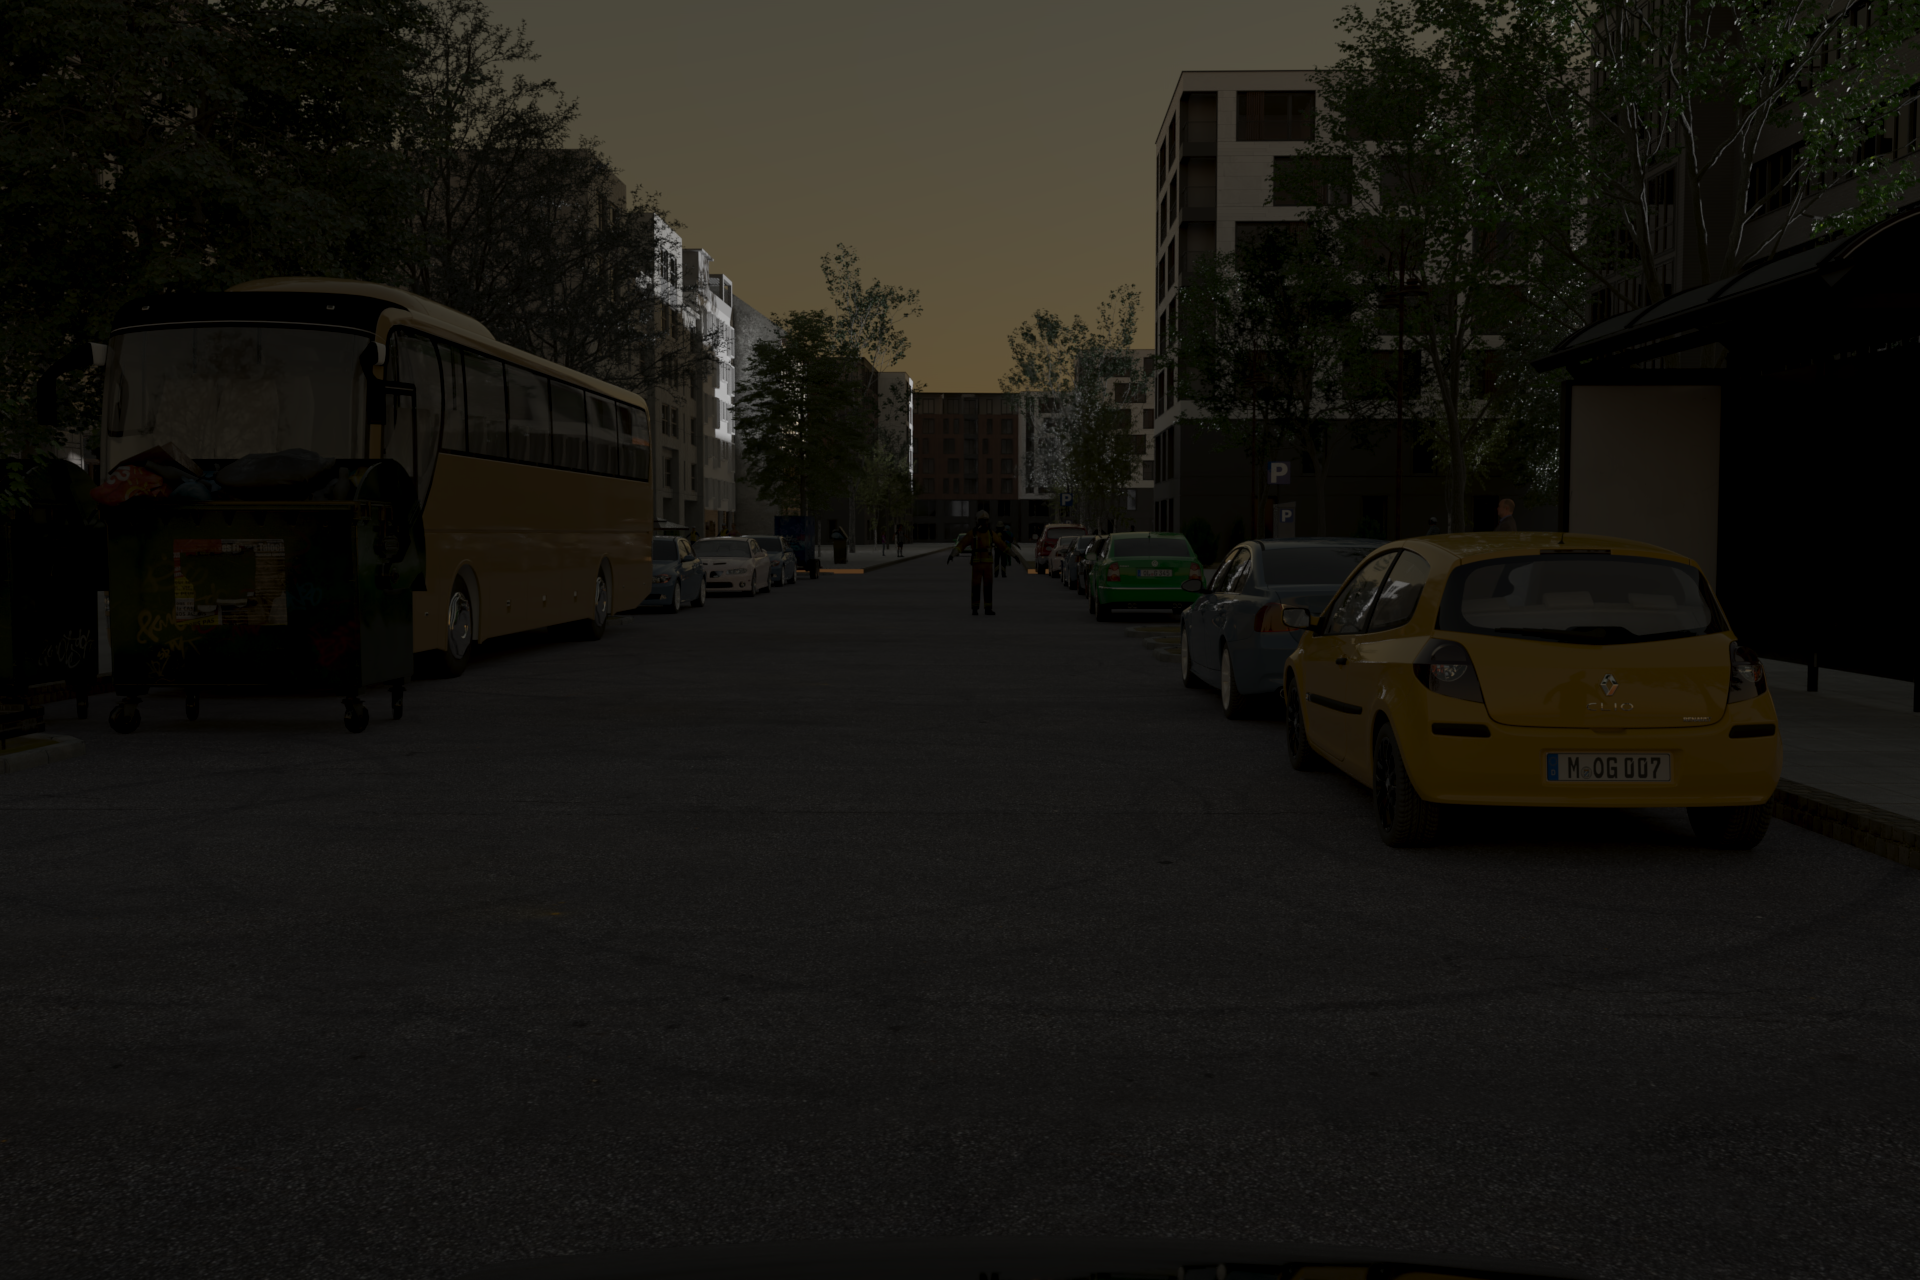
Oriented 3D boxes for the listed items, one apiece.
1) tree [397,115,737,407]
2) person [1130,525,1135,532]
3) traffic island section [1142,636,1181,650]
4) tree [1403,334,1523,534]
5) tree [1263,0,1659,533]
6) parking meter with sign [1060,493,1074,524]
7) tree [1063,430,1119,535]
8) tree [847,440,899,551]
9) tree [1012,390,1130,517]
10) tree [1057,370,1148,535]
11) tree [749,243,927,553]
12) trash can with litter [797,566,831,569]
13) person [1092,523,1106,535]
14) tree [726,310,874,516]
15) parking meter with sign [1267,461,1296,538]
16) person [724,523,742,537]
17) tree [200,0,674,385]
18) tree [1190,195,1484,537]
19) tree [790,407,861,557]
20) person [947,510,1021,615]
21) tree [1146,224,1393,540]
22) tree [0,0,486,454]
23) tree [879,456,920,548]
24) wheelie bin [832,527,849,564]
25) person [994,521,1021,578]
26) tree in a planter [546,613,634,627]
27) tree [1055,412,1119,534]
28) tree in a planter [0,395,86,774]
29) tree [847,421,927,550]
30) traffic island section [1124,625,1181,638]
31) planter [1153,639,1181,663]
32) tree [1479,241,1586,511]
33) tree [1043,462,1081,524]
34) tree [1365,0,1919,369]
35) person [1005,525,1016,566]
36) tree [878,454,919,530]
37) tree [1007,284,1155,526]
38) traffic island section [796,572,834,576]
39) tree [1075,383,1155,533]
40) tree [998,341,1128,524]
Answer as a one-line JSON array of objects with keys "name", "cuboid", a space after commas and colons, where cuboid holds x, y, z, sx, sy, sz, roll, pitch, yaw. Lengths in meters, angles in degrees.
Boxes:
[{"name": "tree", "cuboid": [-11.733, -8.551, 50.173, 12.009, 13.543, 11.850, 0, 3, 0]}, {"name": "person", "cuboid": [8.893, -5.104, 90.164, 0.721, 1.740, 1.216, 3, 5, 44]}, {"name": "traffic island section", "cuboid": [3.336, 0.055, 21.968, 1.991, 0.108, 1.994, 0, 4, 2]}, {"name": "tree", "cuboid": [18.195, -6.905, 63.265, 4.737, 8.622, 4.395, 0, 3, 0]}, {"name": "tree", "cuboid": [9.666, -6.603, 33.713, 9.928, 11.665, 9.643, 0, 3, 0]}, {"name": "parking meter with sign", "cuboid": [4.529, -4.692, 72.976, 0.543, 3.016, 1.738, 0, 4, 0]}, {"name": "tree", "cuboid": [8.683, -10.343, 119.465, 4.360, 8.622, 3.978, 0, 3, 0]}, {"name": "tree", "cuboid": [-6.804, -11.288, 134.924, 4.737, 8.622, 4.395, 0, 3, 0]}, {"name": "tree", "cuboid": [9.485, -14.399, 145.786, 12.009, 13.543, 11.850, 0, 3, 0]}, {"name": "tree", "cuboid": [6.284, -7.762, 77.275, 4.737, 8.622, 4.395, 0, 3, 0]}, {"name": "tree", "cuboid": [-8.238, -15.886, 115.618, 12.611, 20.169, 13.585, 0, 3, 0]}, {"name": "trash can with litter", "cuboid": [-5.606, -3.296, 64.948, 1.678, 1.210, 2.233, 0, 4, 1]}, {"name": "person", "cuboid": [6.910, -4.867, 85.508, 1.347, 1.837, 0.705, -2, 4, -24]}, {"name": "tree", "cuboid": [-7.999, -10.368, 87.637, 7.486, 12.596, 7.792, 0, 3, 0]}, {"name": "parking meter with sign", "cuboid": [7.619, -2.725, 40.814, 0.543, 3.016, 1.738, 0, 4, 2]}, {"name": "person", "cuboid": [-9.319, -3.922, 70.924, 1.217, 1.733, 0.721, 2, 4, 26]}, {"name": "tree", "cuboid": [-11.471, -7.804, 37.970, 12.009, 13.543, 11.850, 0, 3, 0]}, {"name": "tree", "cuboid": [9.997, -6.882, 46.938, 8.767, 10.594, 7.601, 2, 4, 25]}, {"name": "tree", "cuboid": [-8.028, -8.918, 96.172, 4.360, 8.622, 3.978, 0, 3, 0]}, {"name": "person", "cuboid": [0.400, -1.370, 30.627, 1.354, 1.858, 0.705, -1, 4, -16]}, {"name": "tree", "cuboid": [10.247, -8.073, 57.750, 9.928, 11.665, 9.643, 0, 3, 0]}, {"name": "tree", "cuboid": [-12.130, -7.320, 26.337, 9.857, 13.997, 8.962, 0, 3, 0]}, {"name": "tree", "cuboid": [-5.682, -12.490, 154.577, 4.737, 8.622, 4.395, 0, 3, 0]}, {"name": "wheelie bin", "cuboid": [-5.145, -4.062, 74.319, 0.693, 1.594, 0.980, 0, 4, 2]}, {"name": "person", "cuboid": [1.328, -2.989, 57.109, 1.354, 1.856, 0.705, 0, 4, 8]}, {"name": "tree in a planter", "cuboid": [-6.304, -1.859, 27.619, 1.991, 3.239, 1.994, 0, 4, 1]}, {"name": "tree", "cuboid": [7.683, -9.236, 101.376, 4.360, 8.622, 3.978, 0, 3, 0]}, {"name": "tree in a planter", "cuboid": [-6.680, -0.824, 10.692, 1.991, 3.239, 1.994, 0, 4, 1]}, {"name": "tree", "cuboid": [-6.269, -12.780, 143.360, 7.601, 10.594, 8.767, -3, 4, -39]}, {"name": "traffic island section", "cuboid": [3.341, -0.101, 24.521, 1.991, 0.108, 1.994, 0, 4, 2]}, {"name": "planter", "cuboid": [3.250, 0.074, 19.937, 1.991, 0.319, 1.994, 0, 4, 0]}, {"name": "tree", "cuboid": [25.743, -10.047, 70.918, 9.857, 13.997, 8.962, 0, 3, 0]}, {"name": "tree", "cuboid": [9.245, -12.473, 154.301, 4.737, 8.622, 4.395, 0, 3, 0]}, {"name": "tree", "cuboid": [8.799, -5.806, 20.690, 9.928, 11.665, 9.643, 0, 3, 0]}, {"name": "person", "cuboid": [2.082, -4.188, 77.055, 0.704, 1.817, 1.347, 3, 5, 45]}, {"name": "tree", "cuboid": [-5.674, -12.797, 159.587, 4.737, 8.622, 4.395, 0, 3, 0]}, {"name": "tree", "cuboid": [10.641, -16.780, 130.244, 12.611, 20.169, 13.585, 0, 3, 0]}, {"name": "traffic island section", "cuboid": [-5.451, -2.311, 60.654, 1.991, 0.108, 1.994, 0, 4, 1]}, {"name": "tree", "cuboid": [7.546, -8.205, 84.507, 4.360, 8.622, 3.978, 0, 3, 0]}, {"name": "tree", "cuboid": [10.903, -19.109, 168.315, 12.611, 20.169, 13.585, 0, 3, 0]}]
